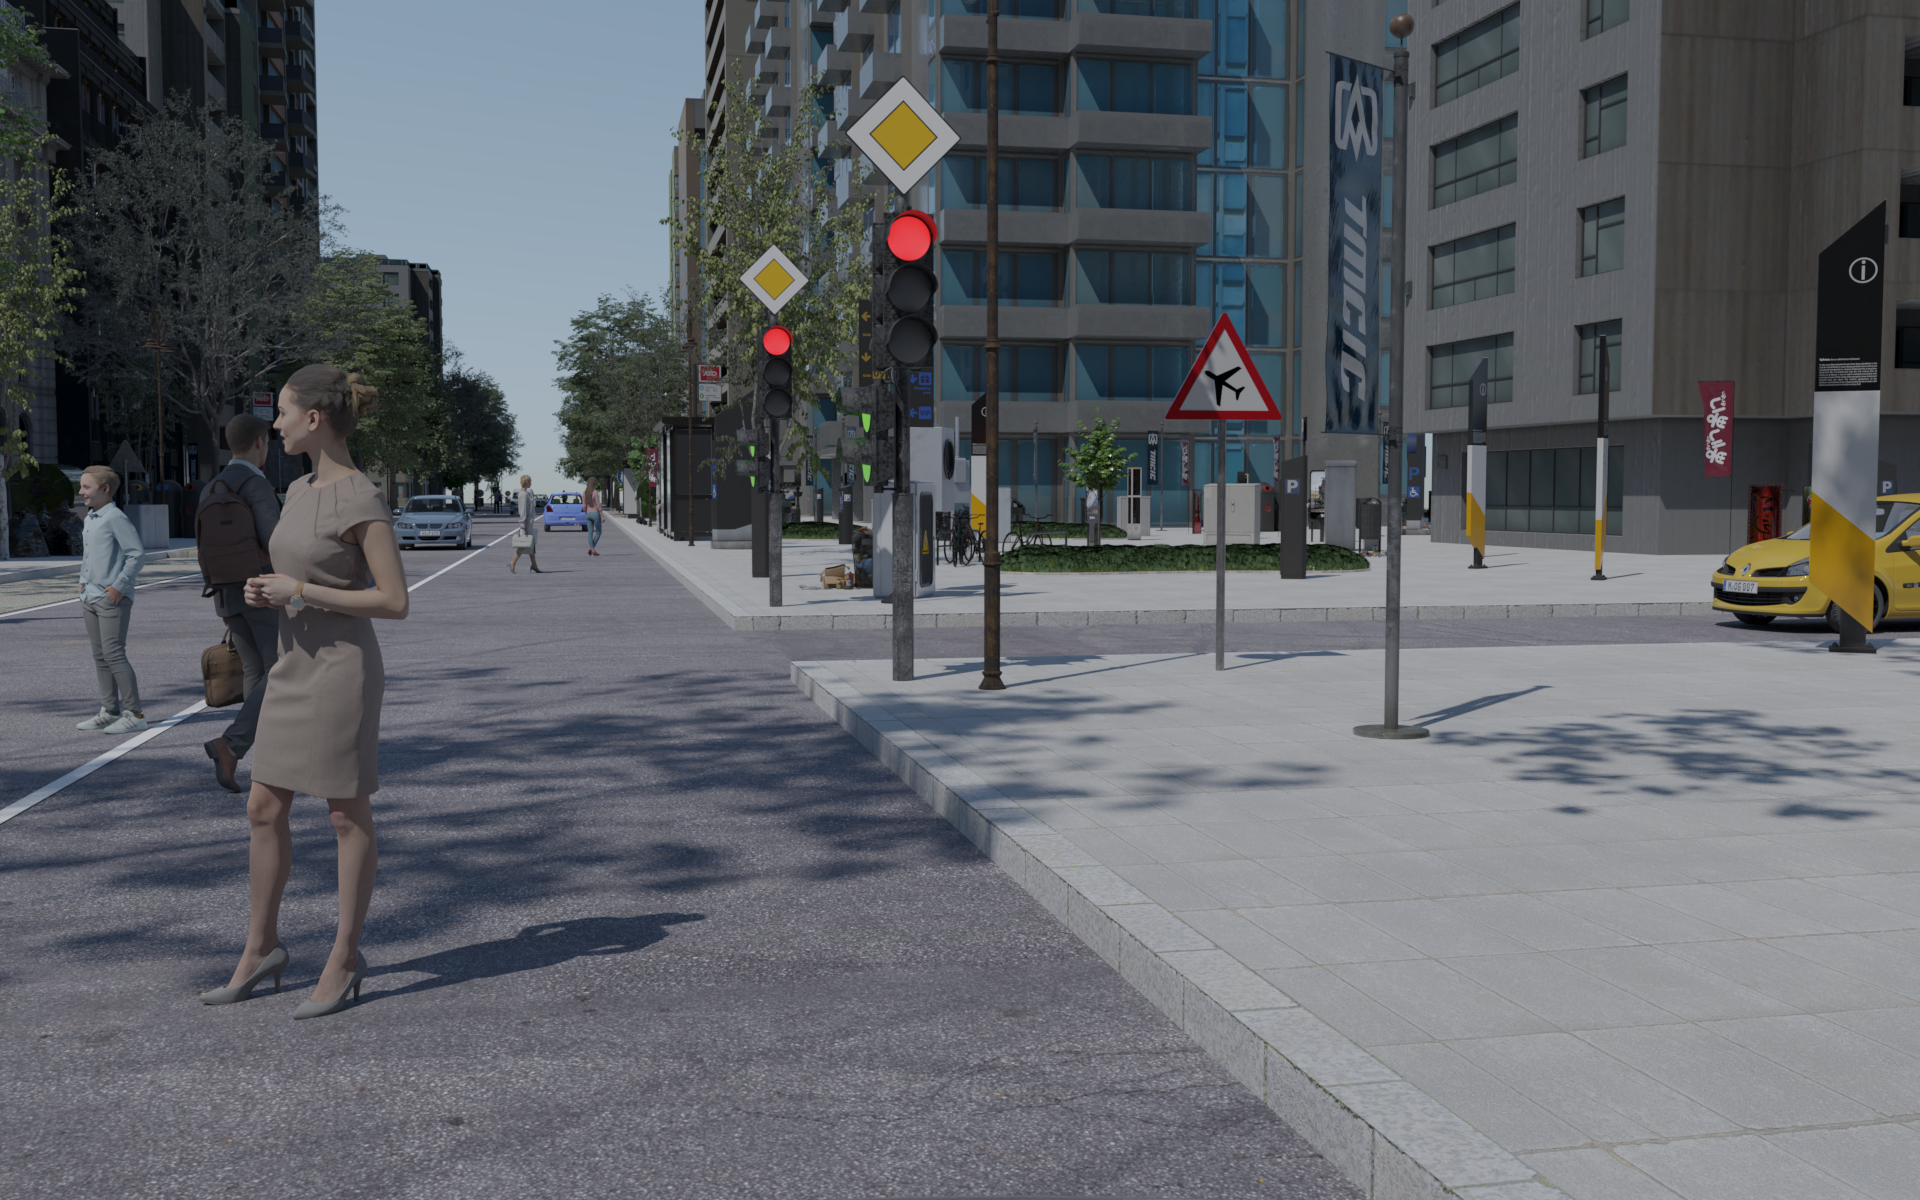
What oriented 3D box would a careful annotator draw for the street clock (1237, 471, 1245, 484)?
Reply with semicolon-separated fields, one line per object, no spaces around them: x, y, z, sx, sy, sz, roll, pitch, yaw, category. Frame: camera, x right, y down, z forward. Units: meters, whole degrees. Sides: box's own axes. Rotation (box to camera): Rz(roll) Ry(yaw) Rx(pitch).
9.002;-3.114;55.479;0.358;2.002;0.471;0;4;4;street clock

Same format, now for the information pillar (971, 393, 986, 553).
0.500;-2.833;37.668;0.504;3.616;0.183;0;4;5;information pillar

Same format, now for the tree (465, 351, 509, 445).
-38.961;-13.404;129.524;12.009;13.543;11.850;0;3;0;tree

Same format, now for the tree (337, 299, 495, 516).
-33.566;-11.311;101.944;9.611;12.733;9.660;0;3;0;tree

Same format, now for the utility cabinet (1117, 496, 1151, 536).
5.265;-2.530;52.534;1.020;1.237;0.306;-2;4;-25;utility cabinet

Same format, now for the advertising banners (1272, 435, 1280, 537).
9.779;-3.408;51.901;0.090;3.025;2.074;2;4;35;advertising banners

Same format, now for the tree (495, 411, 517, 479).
-44.705;-14.576;155.322;9.611;12.733;9.660;0;3;0;tree

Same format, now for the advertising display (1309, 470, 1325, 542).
9.797;-2.505;46.176;0.974;1.923;0.123;2;4;32;advertising display

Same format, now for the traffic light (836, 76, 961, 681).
-0.410;-1.400;11.814;0.839;4.253;0.868;-1;4;-12;traffic light

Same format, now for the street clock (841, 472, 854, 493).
-3.733;-3.269;58.018;0.471;2.002;0.358;2;4;32;street clock

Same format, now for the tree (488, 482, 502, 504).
-61.345;-14.312;228.603;1.663;3.219;1.824;0;3;0;tree

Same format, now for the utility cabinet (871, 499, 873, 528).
-1.257;-1.008;27.647;0.306;1.237;1.020;0;4;-5;utility cabinet

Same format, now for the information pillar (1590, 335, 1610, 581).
9.573;-2.107;25.811;0.183;3.616;0.504;2;4;29;information pillar

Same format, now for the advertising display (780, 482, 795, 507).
-9.242;-5.347;92.634;0.974;1.923;0.123;-3;5;-40;advertising display

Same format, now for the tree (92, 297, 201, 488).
-30.300;-6.975;64.404;4.360;8.622;3.978;0;3;0;tree

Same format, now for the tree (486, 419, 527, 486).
-63.851;-19.181;239.364;9.928;11.665;9.643;0;3;0;tree

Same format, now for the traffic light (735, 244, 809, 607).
-2.117;-1.877;19.616;0.839;4.253;0.868;-1;4;-12;traffic light

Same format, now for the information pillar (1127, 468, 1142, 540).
4.842;-2.665;48.059;0.304;2.012;0.304;-1;4;-17;information pillar

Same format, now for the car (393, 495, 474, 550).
-13.848;-2.060;45.688;2.014;1.417;4.499;-1;4;-13;car

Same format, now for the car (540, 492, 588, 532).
-15.193;-3.499;66.803;1.945;1.707;3.694;-1;4;-14;car

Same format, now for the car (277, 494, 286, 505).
-10.533;-0.947;27.279;2.131;1.459;4.920;-1;4;-12;car

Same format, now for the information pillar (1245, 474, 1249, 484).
10.376;-3.590;63.194;0.304;2.012;0.304;1;4;16;information pillar

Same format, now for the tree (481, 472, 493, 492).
-58.900;-16.286;216.632;4.737;8.622;4.395;0;3;0;tree

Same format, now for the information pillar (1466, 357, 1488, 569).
8.846;-2.340;29.617;0.504;3.616;0.183;-3;5;-43;information pillar

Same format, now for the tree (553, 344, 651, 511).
-25.909;-13.080;130.857;9.611;12.733;9.660;0;3;0;tree

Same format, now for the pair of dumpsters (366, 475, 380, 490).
-30.551;-5.250;88.327;1.574;2.255;4.437;-1;4;-12;pair of dumpsters

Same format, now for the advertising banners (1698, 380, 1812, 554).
12.419;-1.861;26.622;2.074;3.025;0.090;1;4;15;advertising banners

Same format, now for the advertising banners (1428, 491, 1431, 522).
21.797;-5.097;79.516;2.074;3.025;0.090;1;4;21;advertising banners

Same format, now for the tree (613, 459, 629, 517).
-18.287;-6.157;95.266;1.663;3.219;1.824;0;3;0;tree

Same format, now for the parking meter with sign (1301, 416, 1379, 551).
8.580;-2.614;38.997;1.738;3.016;0.543;0;4;7;parking meter with sign

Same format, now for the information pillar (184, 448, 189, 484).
-36.773;-5.570;82.418;0.504;3.616;0.183;3;5;42;information pillar

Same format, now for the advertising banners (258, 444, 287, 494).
-25.613;-4.176;64.465;2.074;3.025;0.090;0;4;4;advertising banners

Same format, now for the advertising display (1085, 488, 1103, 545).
3.231;-2.235;41.761;0.123;1.923;0.974;-1;4;-14;advertising display

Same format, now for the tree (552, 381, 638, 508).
-31.347;-14.987;155.407;12.009;13.543;11.850;0;3;0;tree

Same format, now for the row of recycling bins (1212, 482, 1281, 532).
9.847;-3.151;58.638;3.534;1.692;1.069;-2;4;-27;row of recycling bins

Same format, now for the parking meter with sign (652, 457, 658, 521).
-14.165;-5.343;83.617;1.738;3.016;0.543;-3;5;-39;parking meter with sign

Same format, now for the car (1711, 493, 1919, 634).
10.129;-0.517;18.685;3.980;1.641;2.015;-1;4;-14;car

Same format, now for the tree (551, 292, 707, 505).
-20.650;-12.302;107.796;9.857;13.997;8.962;0;3;0;tree

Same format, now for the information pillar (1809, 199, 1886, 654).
7.162;-1.383;13.970;0.504;3.616;0.183;2;4;24;information pillar

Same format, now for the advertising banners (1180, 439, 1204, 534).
7.655;-3.643;55.748;0.090;3.025;2.074;3;5;42;advertising banners

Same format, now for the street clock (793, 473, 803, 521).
-5.445;-3.280;58.204;0.358;2.002;0.471;0;4;-5;street clock

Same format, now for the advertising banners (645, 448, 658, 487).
-11.051;-4.274;66.063;2.074;3.025;0.090;1;4;17;advertising banners

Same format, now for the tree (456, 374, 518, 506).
-51.480;-16.955;183.873;9.857;13.997;8.962;0;3;0;tree

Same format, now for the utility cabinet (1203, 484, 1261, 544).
5.726;-1.703;36.518;1.173;1.500;0.318;2;4;35;utility cabinet

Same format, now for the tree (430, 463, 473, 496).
-42.737;-9.895;145.494;4.285;4.588;4.351;0;3;0;tree

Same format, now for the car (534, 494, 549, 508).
-40.020;-9.507;165.225;2.009;1.686;4.222;-1;4;-14;car

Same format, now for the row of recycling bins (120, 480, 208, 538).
-22.638;-2.647;50.399;3.534;1.692;1.069;0;4;1;row of recycling bins

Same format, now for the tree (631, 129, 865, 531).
-3.981;-5.224;35.774;4.360;8.622;3.978;0;3;0;tree
